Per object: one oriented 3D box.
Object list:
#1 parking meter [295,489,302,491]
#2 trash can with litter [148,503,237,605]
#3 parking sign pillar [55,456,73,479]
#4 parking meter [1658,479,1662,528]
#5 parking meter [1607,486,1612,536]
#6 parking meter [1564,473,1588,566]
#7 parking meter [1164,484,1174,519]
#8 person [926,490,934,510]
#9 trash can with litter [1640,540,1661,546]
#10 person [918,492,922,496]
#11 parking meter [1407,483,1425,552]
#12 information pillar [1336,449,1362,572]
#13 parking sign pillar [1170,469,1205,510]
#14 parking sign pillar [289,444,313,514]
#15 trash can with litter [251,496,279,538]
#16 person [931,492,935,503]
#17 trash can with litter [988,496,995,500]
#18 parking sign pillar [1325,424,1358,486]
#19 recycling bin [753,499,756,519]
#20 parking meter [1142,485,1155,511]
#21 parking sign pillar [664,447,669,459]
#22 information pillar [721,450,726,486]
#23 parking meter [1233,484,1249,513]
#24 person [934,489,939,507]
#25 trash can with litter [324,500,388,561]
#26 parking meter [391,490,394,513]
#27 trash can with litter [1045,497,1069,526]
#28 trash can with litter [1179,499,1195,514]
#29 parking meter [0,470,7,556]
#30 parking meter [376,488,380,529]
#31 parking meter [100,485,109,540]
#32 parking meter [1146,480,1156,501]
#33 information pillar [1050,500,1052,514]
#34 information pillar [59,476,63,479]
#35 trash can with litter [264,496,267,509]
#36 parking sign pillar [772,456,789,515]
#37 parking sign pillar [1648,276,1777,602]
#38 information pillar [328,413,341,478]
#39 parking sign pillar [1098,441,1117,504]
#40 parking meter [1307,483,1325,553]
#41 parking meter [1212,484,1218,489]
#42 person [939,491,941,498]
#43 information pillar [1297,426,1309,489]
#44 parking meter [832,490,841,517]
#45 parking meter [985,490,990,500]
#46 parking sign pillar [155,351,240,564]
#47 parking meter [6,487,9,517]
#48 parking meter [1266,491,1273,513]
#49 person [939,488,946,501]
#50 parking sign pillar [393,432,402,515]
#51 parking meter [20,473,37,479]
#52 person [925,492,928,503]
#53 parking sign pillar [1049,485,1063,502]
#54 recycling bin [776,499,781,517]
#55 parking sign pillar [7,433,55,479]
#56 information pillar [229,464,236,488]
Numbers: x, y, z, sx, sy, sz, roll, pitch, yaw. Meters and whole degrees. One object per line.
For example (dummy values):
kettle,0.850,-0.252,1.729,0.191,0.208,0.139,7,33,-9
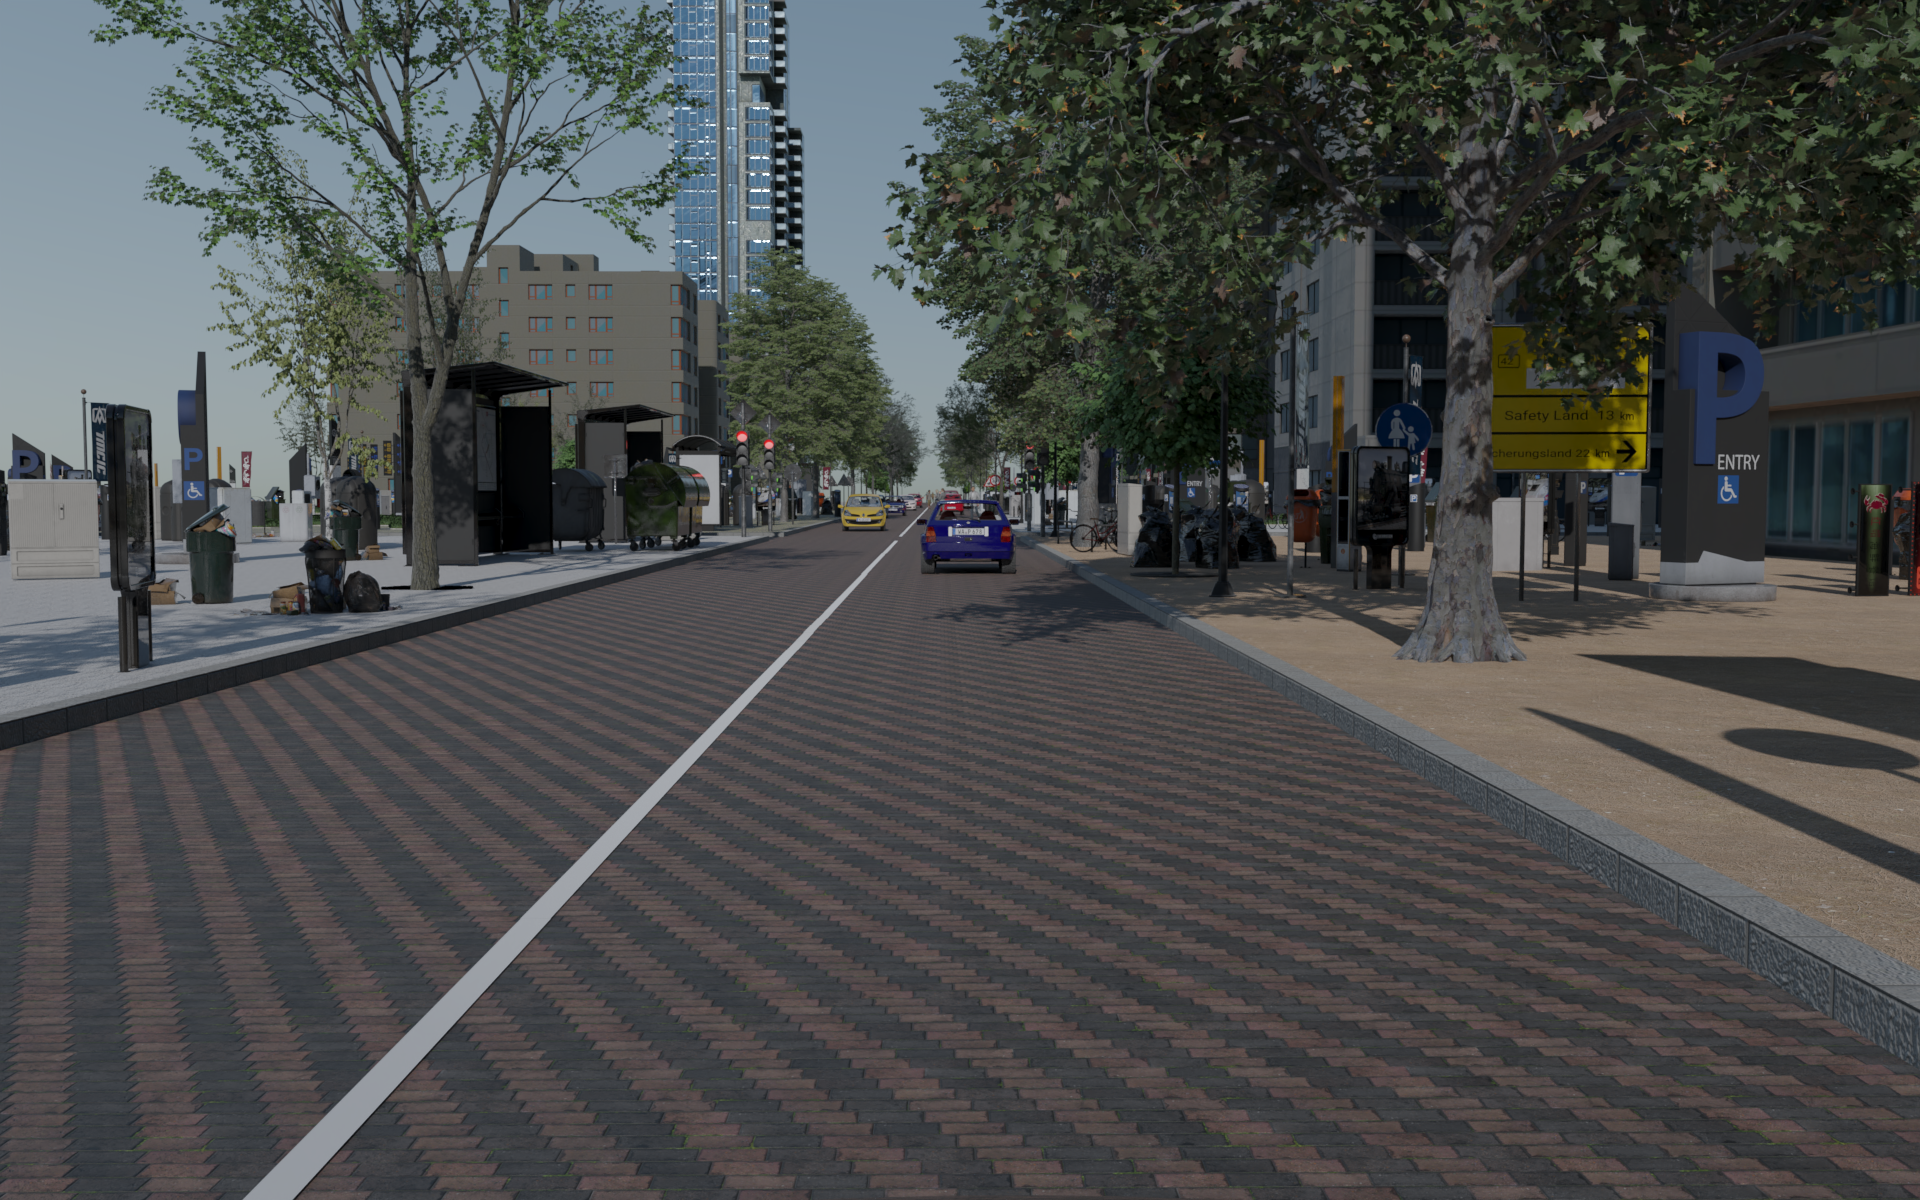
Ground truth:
parking meter,-34.959,-5.083,91.516,0.372,1.533,0.369,0,3,0
trash can with litter,-8.987,-0.538,20.186,1.055,1.170,0.624,-1,4,-21
parking sign pillar,-60.656,-7.871,117.158,1.447,3.967,1.447,-2,4,-35
parking meter,26.752,-3.671,65.729,0.255,1.863,0.399,-2,4,-33
parking meter,19.822,-2.697,52.508,0.372,1.533,0.369,0,3,0
parking meter,10.958,-1.534,30.795,0.399,1.863,0.255,-3,5,-40
parking meter,5.361,-2.170,43.885,0.372,1.533,0.369,0,3,0
person,-2.819,-9.290,160.390,0.705,1.824,1.348,2,4,30
trash can with litter,17.600,-1.940,42.775,2.233,1.210,1.678,2,4,24
person,-6.368,-15.762,266.943,1.217,1.736,0.721,0,4,-7
parking meter,10.218,-1.858,38.789,0.372,1.533,0.369,0,3,0
information pillar,6.448,-1.478,28.654,0.304,2.012,0.304,-2,4,-33
parking sign pillar,8.455,-4.635,64.249,1.447,3.967,1.447,-2,4,-29
parking sign pillar,-35.507,-6.409,93.257,1.447,3.967,1.447,2,4,29
trash can with litter,-21.269,-2.467,51.393,2.233,1.210,1.678,0,4,-5
person,-4.551,-17.206,289.919,1.348,1.812,0.705,0,4,-2
trash can with litter,2.245,-6.009,109.638,1.055,1.170,0.624,3,5,43
parking sign pillar,14.528,-4.744,66.030,1.447,3.967,1.447,-2,4,-35
recycling bin,-10.773,-4.637,88.367,0.722,1.027,0.722,0,4,-4
parking meter,5.299,-2.469,48.783,0.372,1.533,0.369,0,3,0
parking sign pillar,-16.770,-6.795,99.571,1.447,3.967,1.447,-1,4,-18
information pillar,-11.829,-5.777,85.814,0.504,3.616,0.183,0,4,2
parking meter,6.841,-2.064,42.161,0.372,1.533,0.369,0,3,0
person,-1.795,-7.576,132.544,0.526,1.800,0.537,-2,4,-23
trash can with litter,-11.685,-1.353,33.517,0.624,1.170,1.055,3,5,43
parking meter,-30.837,-5.266,94.511,0.372,1.533,0.369,0,3,0
trash can with litter,3.850,-3.618,70.547,1.055,1.170,0.624,-1,4,-22
trash can with litter,11.014,-4.515,85.208,0.624,1.170,1.055,3,5,40
parking meter,-20.043,-1.852,35.985,0.399,1.863,0.255,0,4,-3
parking meter,-21.414,-3.361,63.355,0.372,1.533,0.369,0,3,0
parking meter,-23.973,-2.466,48.732,0.372,1.533,0.369,0,3,0
parking meter,8.133,-4.164,73.791,0.399,1.863,0.255,-2,4,-25
information pillar,5.637,-6.147,104.996,0.304,2.012,0.304,2,4,26
information pillar,-35.635,-3.942,68.942,0.304,2.012,0.304,-3,5,-44
trash can with litter,-40.096,-5.488,101.111,1.055,1.170,0.624,1,4,23
parking sign pillar,-11.271,-7.371,108.989,1.447,3.967,1.447,2,4,29
parking sign pillar,9.220,-1.997,21.123,1.447,3.967,1.447,-2,4,-24
information pillar,-18.162,-3.608,50.345,0.183,3.616,0.504,1,4,10
parking sign pillar,5.114,-4.388,60.218,1.447,3.967,1.447,1,4,16
parking meter,7.791,-1.805,37.929,0.372,1.533,0.369,0,3,0
parking meter,14.800,-5.804,100.612,0.399,1.863,0.255,1,4,23
person,-2.392,-11.794,201.862,0.617,1.759,0.750,3,4,37
information pillar,9.899,-3.589,50.043,0.504,3.616,0.183,-3,5,-43
parking meter,-6.886,-5.449,97.495,0.372,1.533,0.369,0,3,0
parking meter,1.848,-6.648,117.109,0.372,1.533,0.369,0,3,0
parking sign pillar,-14.207,-2.672,32.161,1.447,3.967,1.447,-1,4,-21
parking meter,-27.726,-2.570,50.427,0.372,1.533,0.369,0,3,0
parking meter,18.025,-5.651,100.798,0.372,1.533,0.369,0,3,0
person,-1.166,-5.803,103.651,0.573,1.790,0.520,2,4,23
parking sign pillar,-24.347,-5.376,76.371,1.447,3.967,1.447,2,4,26
parking meter,-25.568,-2.562,47.596,0.255,1.863,0.399,2,4,26
person,-5.392,-16.809,283.416,1.350,1.814,0.705,-2,4,-31
parking sign pillar,6.338,-7.693,114.253,1.447,3.967,1.447,-1,4,-16
recycling bin,-10.001,-5.245,98.303,0.722,1.027,0.722,-2,4,-24
parking sign pillar,-41.240,-5.396,76.697,1.447,3.967,1.447,-1,4,-11
information pillar,-56.439,-8.748,134.384,0.504,3.616,0.183,0,4,5
